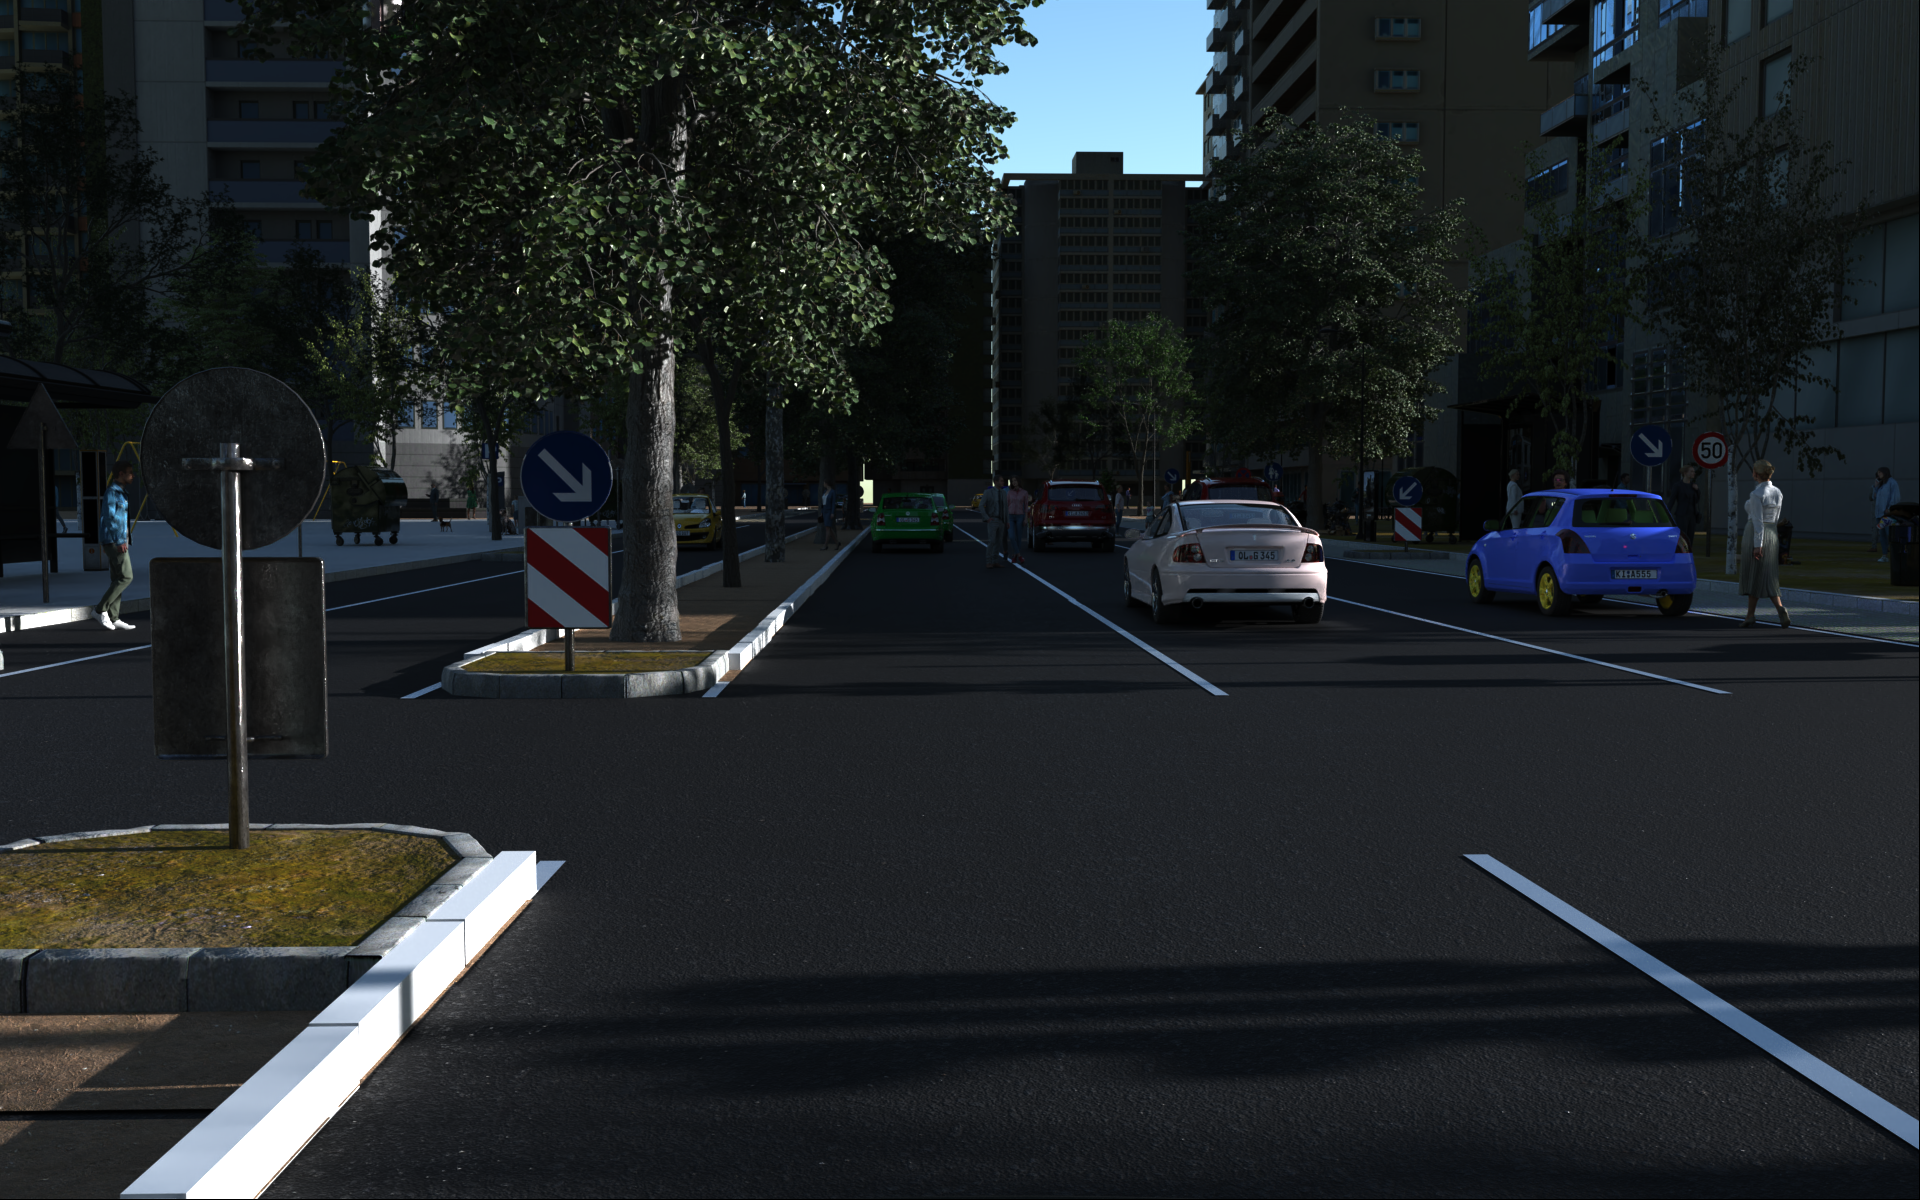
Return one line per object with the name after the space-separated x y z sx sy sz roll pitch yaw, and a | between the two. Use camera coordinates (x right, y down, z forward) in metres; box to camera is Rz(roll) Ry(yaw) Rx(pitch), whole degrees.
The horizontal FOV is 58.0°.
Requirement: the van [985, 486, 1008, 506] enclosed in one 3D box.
3.003 -8.177 138.073 2.240 2.365 5.245 0 4 0 | van

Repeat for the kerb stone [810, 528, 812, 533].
-5.451 -2.408 61.574 0.120 0.150 1.000 0 4 -2 | kerb stone

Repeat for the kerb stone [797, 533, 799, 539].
-5.218 -1.970 54.400 0.120 0.150 1.000 0 4 -2 | kerb stone

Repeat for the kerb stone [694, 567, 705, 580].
-4.398 -0.403 28.781 0.120 0.150 1.000 0 4 -2 | kerb stone

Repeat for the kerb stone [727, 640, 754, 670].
-1.849 0.476 14.500 0.120 0.150 1.000 0 4 -2 | kerb stone

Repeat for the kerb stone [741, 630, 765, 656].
-1.876 0.407 15.538 0.120 0.150 1.000 0 4 -2 | kerb stone

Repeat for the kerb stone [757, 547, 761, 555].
-4.771 -1.093 40.058 0.120 0.150 1.000 0 4 -2 | kerb stone

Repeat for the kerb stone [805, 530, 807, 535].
-5.353 -2.221 58.502 0.120 0.150 1.000 0 4 -2 | kerb stone

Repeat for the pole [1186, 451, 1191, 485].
10.848 -5.410 82.302 0.158 3.312 0.155 0 3 0 | pole

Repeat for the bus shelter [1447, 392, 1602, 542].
13.922 -3.171 43.128 1.731 3.624 6.357 0 4 -2 | bus shelter

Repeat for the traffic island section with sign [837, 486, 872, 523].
-5.247 -4.896 88.185 2.006 1.907 1.989 0 4 -2 | traffic island section with sign

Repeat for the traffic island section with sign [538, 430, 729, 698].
-2.837 -0.303 13.085 2.006 1.907 1.989 0 4 -2 | traffic island section with sign

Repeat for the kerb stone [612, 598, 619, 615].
-4.143 0.103 20.582 0.120 0.150 1.000 0 4 -2 | kerb stone

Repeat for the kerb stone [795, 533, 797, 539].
-5.188 -1.907 53.378 0.120 0.150 1.000 0 4 -2 | kerb stone

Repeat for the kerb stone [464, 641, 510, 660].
-3.948 0.478 14.435 0.120 0.150 1.000 0 4 -2 | kerb stone

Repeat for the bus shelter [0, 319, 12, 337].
-12.277 -2.367 16.334 2.179 5.291 8.768 0 4 -2 | bus shelter

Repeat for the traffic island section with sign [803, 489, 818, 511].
-12.598 -8.193 142.586 1.989 1.847 2.006 0 4 -2 | traffic island section with sign

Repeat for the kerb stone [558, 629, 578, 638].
-4.039 0.291 17.500 0.120 0.150 1.000 0 4 -2 | kerb stone

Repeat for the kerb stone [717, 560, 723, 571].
-4.510 -0.591 31.855 0.120 0.150 1.000 0 4 -2 | kerb stone

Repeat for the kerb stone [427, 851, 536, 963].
-1.569 1.007 5.728 0.120 0.150 1.000 0 4 -2 | kerb stone

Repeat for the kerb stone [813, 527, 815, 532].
-5.515 -2.530 63.619 0.120 0.150 1.000 0 4 -2 | kerb stone

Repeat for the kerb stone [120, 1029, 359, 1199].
-1.495 1.133 3.677 0.120 0.150 1.000 0 4 -2 | kerb stone

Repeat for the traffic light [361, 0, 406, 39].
-6.665 -2.357 13.207 4.771 5.953 1.251 0 4 -2 | traffic light

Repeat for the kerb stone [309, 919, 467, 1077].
-1.534 1.070 4.701 0.120 0.150 1.000 0 4 -2 | kerb stone

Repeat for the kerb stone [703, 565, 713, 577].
-4.418 -0.456 29.804 0.120 0.150 1.000 0 4 -2 | kerb stone

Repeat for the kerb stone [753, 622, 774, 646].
-1.903 0.347 16.560 0.120 0.150 1.000 0 4 -2 | kerb stone

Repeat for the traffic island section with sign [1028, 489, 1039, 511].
6.315 -8.220 143.018 1.989 1.847 2.006 0 4 -2 | traffic island section with sign

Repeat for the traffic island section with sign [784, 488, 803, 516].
-11.742 -6.545 115.645 1.989 1.847 2.006 0 4 -2 | traffic island section with sign

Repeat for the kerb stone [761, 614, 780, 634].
-1.945 0.282 17.581 0.120 0.150 1.000 0 4 -2 | kerb stone

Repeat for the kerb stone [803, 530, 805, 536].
-5.322 -2.158 57.480 0.120 0.150 1.000 0 4 -2 | kerb stone

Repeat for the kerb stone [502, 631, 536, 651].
-3.972 0.417 15.457 0.120 0.150 1.000 0 4 -2 | kerb stone

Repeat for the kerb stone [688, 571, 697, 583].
-4.376 -0.333 27.751 0.120 0.150 1.000 0 4 -2 | kerb stone

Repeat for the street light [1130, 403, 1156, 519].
9.407 -7.107 88.738 1.470 5.913 1.316 0 4 -2 | street light

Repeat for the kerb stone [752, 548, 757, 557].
-4.733 -1.030 39.030 0.120 0.150 1.000 0 4 -2 | kerb stone

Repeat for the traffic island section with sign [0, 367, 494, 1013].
-2.610 0.150 5.681 2.006 1.907 1.989 0 4 -2 | traffic island section with sign

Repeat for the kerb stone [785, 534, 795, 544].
-5.156 -1.845 52.353 0.120 0.150 1.000 0 4 -2 | kerb stone

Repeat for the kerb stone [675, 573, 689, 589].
-4.341 -0.277 26.724 0.120 0.150 1.000 0 4 -2 | kerb stone

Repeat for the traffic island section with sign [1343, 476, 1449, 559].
9.656 -1.835 38.628 1.989 1.847 2.006 0 4 -2 | traffic island section with sign

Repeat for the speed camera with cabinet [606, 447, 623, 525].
-14.407 -4.820 73.149 0.660 3.252 2.038 3 4 36 | speed camera with cabinet

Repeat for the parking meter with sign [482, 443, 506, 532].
-15.690 -3.809 58.539 0.543 3.016 1.738 -2 4 -27 | parking meter with sign

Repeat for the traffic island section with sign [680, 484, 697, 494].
-10.126 -3.434 64.782 1.989 1.847 2.006 0 4 -2 | traffic island section with sign

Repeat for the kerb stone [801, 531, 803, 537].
-5.288 -2.095 56.453 0.120 0.150 1.000 0 4 -2 | kerb stone

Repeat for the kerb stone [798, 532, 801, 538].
-5.255 -2.031 55.421 0.120 0.150 1.000 0 4 -2 | kerb stone

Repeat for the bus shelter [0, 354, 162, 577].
-14.009 -1.948 25.767 2.014 3.302 5.546 0 4 -2 | bus shelter

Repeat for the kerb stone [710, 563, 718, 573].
-4.476 -0.528 30.824 0.120 0.150 1.000 0 4 -2 | kerb stone

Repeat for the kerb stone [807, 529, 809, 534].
-5.380 -2.283 59.524 0.120 0.150 1.000 0 4 -2 | kerb stone

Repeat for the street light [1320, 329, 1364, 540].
10.786 -4.663 48.782 1.470 5.913 1.316 0 4 -2 | street light

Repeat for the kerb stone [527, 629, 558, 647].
-4.015 0.350 16.478 0.120 0.150 1.000 0 4 -2 | kerb stone

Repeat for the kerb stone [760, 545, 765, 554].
-4.795 -1.155 41.086 0.120 0.150 1.000 0 4 -2 | kerb stone

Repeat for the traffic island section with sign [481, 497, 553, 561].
-9.250 -1.787 37.841 1.989 1.847 2.006 0 4 -2 | traffic island section with sign

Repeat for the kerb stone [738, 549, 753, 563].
-4.700 -0.965 37.997 0.120 0.150 1.000 0 4 -2 | kerb stone
